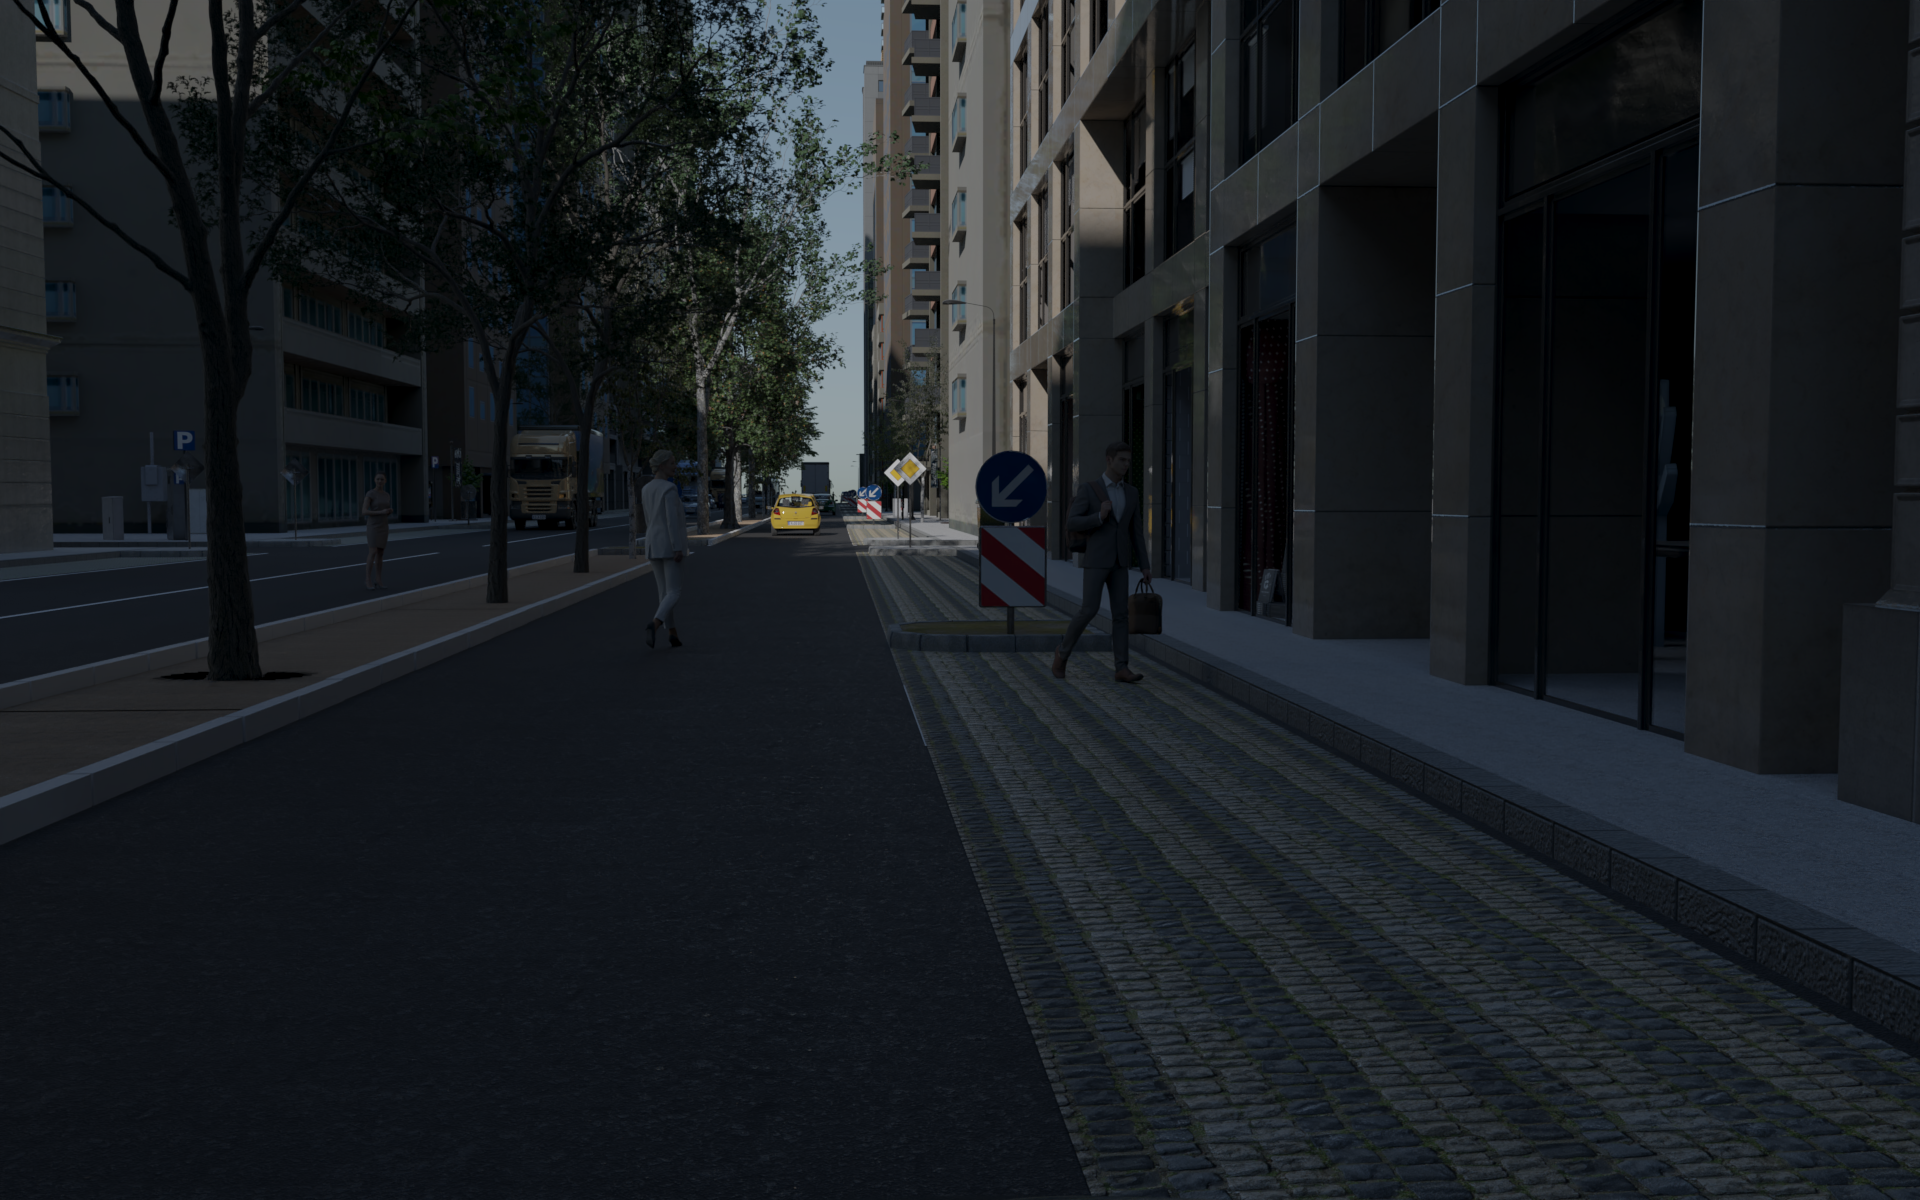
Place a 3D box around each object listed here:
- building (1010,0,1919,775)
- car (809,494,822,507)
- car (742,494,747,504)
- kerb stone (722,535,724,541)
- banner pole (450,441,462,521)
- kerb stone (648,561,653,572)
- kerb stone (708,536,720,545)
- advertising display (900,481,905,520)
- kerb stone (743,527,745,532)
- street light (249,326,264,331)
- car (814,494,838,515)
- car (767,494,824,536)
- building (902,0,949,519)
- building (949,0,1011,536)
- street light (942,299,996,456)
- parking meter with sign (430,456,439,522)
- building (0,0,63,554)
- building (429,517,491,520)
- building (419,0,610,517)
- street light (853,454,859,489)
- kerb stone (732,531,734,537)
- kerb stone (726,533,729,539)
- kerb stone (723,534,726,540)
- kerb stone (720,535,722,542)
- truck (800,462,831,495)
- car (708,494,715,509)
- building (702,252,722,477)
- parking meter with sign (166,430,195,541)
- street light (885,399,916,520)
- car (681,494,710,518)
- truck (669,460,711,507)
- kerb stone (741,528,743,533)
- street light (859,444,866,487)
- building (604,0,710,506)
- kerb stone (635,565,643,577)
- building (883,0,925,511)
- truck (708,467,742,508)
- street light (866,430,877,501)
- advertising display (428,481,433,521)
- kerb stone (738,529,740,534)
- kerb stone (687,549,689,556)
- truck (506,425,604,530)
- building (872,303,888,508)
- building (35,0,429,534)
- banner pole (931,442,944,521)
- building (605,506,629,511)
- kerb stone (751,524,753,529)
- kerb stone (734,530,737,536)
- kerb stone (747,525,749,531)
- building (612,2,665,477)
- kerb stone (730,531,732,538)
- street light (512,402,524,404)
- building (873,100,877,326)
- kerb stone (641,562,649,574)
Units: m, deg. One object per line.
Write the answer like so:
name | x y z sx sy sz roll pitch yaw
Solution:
building | 11.999 -13.469 24.726 19.350 26.468 34.151 0 4 -4
car | -9.181 -5.625 102.189 2.015 1.641 3.980 0 4 -4
car | -28.093 -13.066 225.636 2.014 1.417 4.499 0 4 -5
kerb stone | -7.233 -1.815 51.930 0.120 0.150 1.000 0 4 -4
banner pole | -23.881 -5.628 82.031 0.401 3.779 0.863 2 4 31
kerb stone | -5.783 -0.595 31.961 0.120 0.150 1.000 0 4 -4
kerb stone | -7.086 -1.693 49.889 0.120 0.150 1.000 0 4 -4
advertising display | -2.866 -4.958 86.283 0.123 1.923 0.974 0 4 -7
kerb stone | -8.042 -2.505 63.203 0.120 0.150 1.000 0 4 -4
street light | -19.944 -4.617 48.022 1.470 5.913 1.316 0 4 -4
car | -9.338 -6.474 117.650 2.131 1.459 4.920 0 4 -4
car | -5.780 -3.094 60.812 2.015 1.641 3.980 0 4 -6
building | 8.002 -27.135 98.289 22.147 44.769 28.867 0 4 -4
building | 10.365 -26.710 60.417 21.600 48.544 21.300 0 4 -4
street light | 0.275 -4.220 41.540 1.470 5.913 1.316 0 4 -4
parking meter with sign | -25.069 -5.142 80.336 1.738 3.016 0.543 1 4 18
building | -41.544 -15.468 29.318 44.131 29.872 17.030 0 4 -4
building | -32.131 -27.028 92.025 14.600 45.320 14.200 0 4 -4
building | -31.254 -28.391 114.305 14.600 45.320 14.200 0 4 -4
street light | -11.356 -13.962 200.819 1.470 5.913 1.316 0 4 -4
kerb stone | -7.606 -2.132 57.060 0.120 0.150 1.000 0 4 -4
kerb stone | -7.376 -1.944 53.979 0.120 0.150 1.000 0 4 -4
kerb stone | -7.313 -1.881 52.951 0.120 0.150 1.000 0 4 -4
kerb stone | -7.165 -1.756 50.908 0.120 0.150 1.000 0 4 -4
truck | -13.034 -10.232 156.209 2.839 4.237 11.283 0 4 -5
car | -24.052 -9.246 163.169 2.014 1.417 4.499 0 4 -5
building | -43.982 -37.583 264.584 14.600 45.320 14.200 0 4 -4
parking meter with sign | -21.771 -3.179 48.237 0.543 3.016 1.738 -3 4 -37
street light | -2.869 -6.868 84.831 1.470 5.913 1.316 0 4 -4
car | -15.908 -5.592 103.434 2.014 1.417 4.499 0 4 -3
truck | -22.210 -9.361 142.812 2.967 4.110 18.799 0 4 -6
kerb stone | -7.977 -2.440 62.183 0.120 0.150 1.000 0 4 -4
street light | -8.452 -11.572 161.738 1.470 5.913 1.316 0 4 -4
building | -45.956 -49.406 246.034 20.563 71.187 20.611 0 4 -4
kerb stone | -5.635 -0.470 29.920 0.120 0.150 1.000 0 4 -4
building | 0.542 -30.529 149.259 14.600 45.320 14.200 0 4 -4
truck | -24.390 -11.706 180.302 2.839 4.237 11.283 0 4 -3
street light | -5.810 -9.292 124.463 1.470 5.913 1.316 0 4 -4
advertising display | -25.976 -4.804 83.758 0.974 1.923 0.123 1 4 12
kerb stone | -7.823 -2.316 60.135 0.120 0.150 1.000 0 4 -4
kerb stone | -6.380 -1.094 40.144 0.120 0.150 1.000 0 4 -4
truck | -16.902 -5.128 72.759 2.839 4.237 11.283 0 4 -5
building | 5.430 -20.008 172.174 27.650 21.520 28.899 0 4 -4
building | -33.606 -26.975 64.742 21.300 48.544 21.600 0 4 -4
banner pole | -1.124 -5.736 83.805 0.863 3.779 0.401 3 5 43
building | -39.133 -43.678 152.386 20.563 71.187 20.611 0 4 -4
kerb stone | -8.490 -2.884 69.345 0.120 0.150 1.000 0 4 -4
kerb stone | -7.669 -2.195 58.084 0.120 0.150 1.000 0 4 -4
kerb stone | -8.274 -2.693 66.271 0.120 0.150 1.000 0 4 -4
building | -44.812 -35.943 176.905 28.713 52.752 27.495 0 4 -4
kerb stone | -7.533 -2.069 56.030 0.120 0.150 1.000 0 4 -4
street light | -22.733 -7.035 87.567 1.470 5.913 1.316 0 4 -4
building | -2.578 -33.190 192.760 14.600 45.320 14.200 0 4 -4
kerb stone | -5.709 -0.535 30.940 0.120 0.150 1.000 0 4 -4
